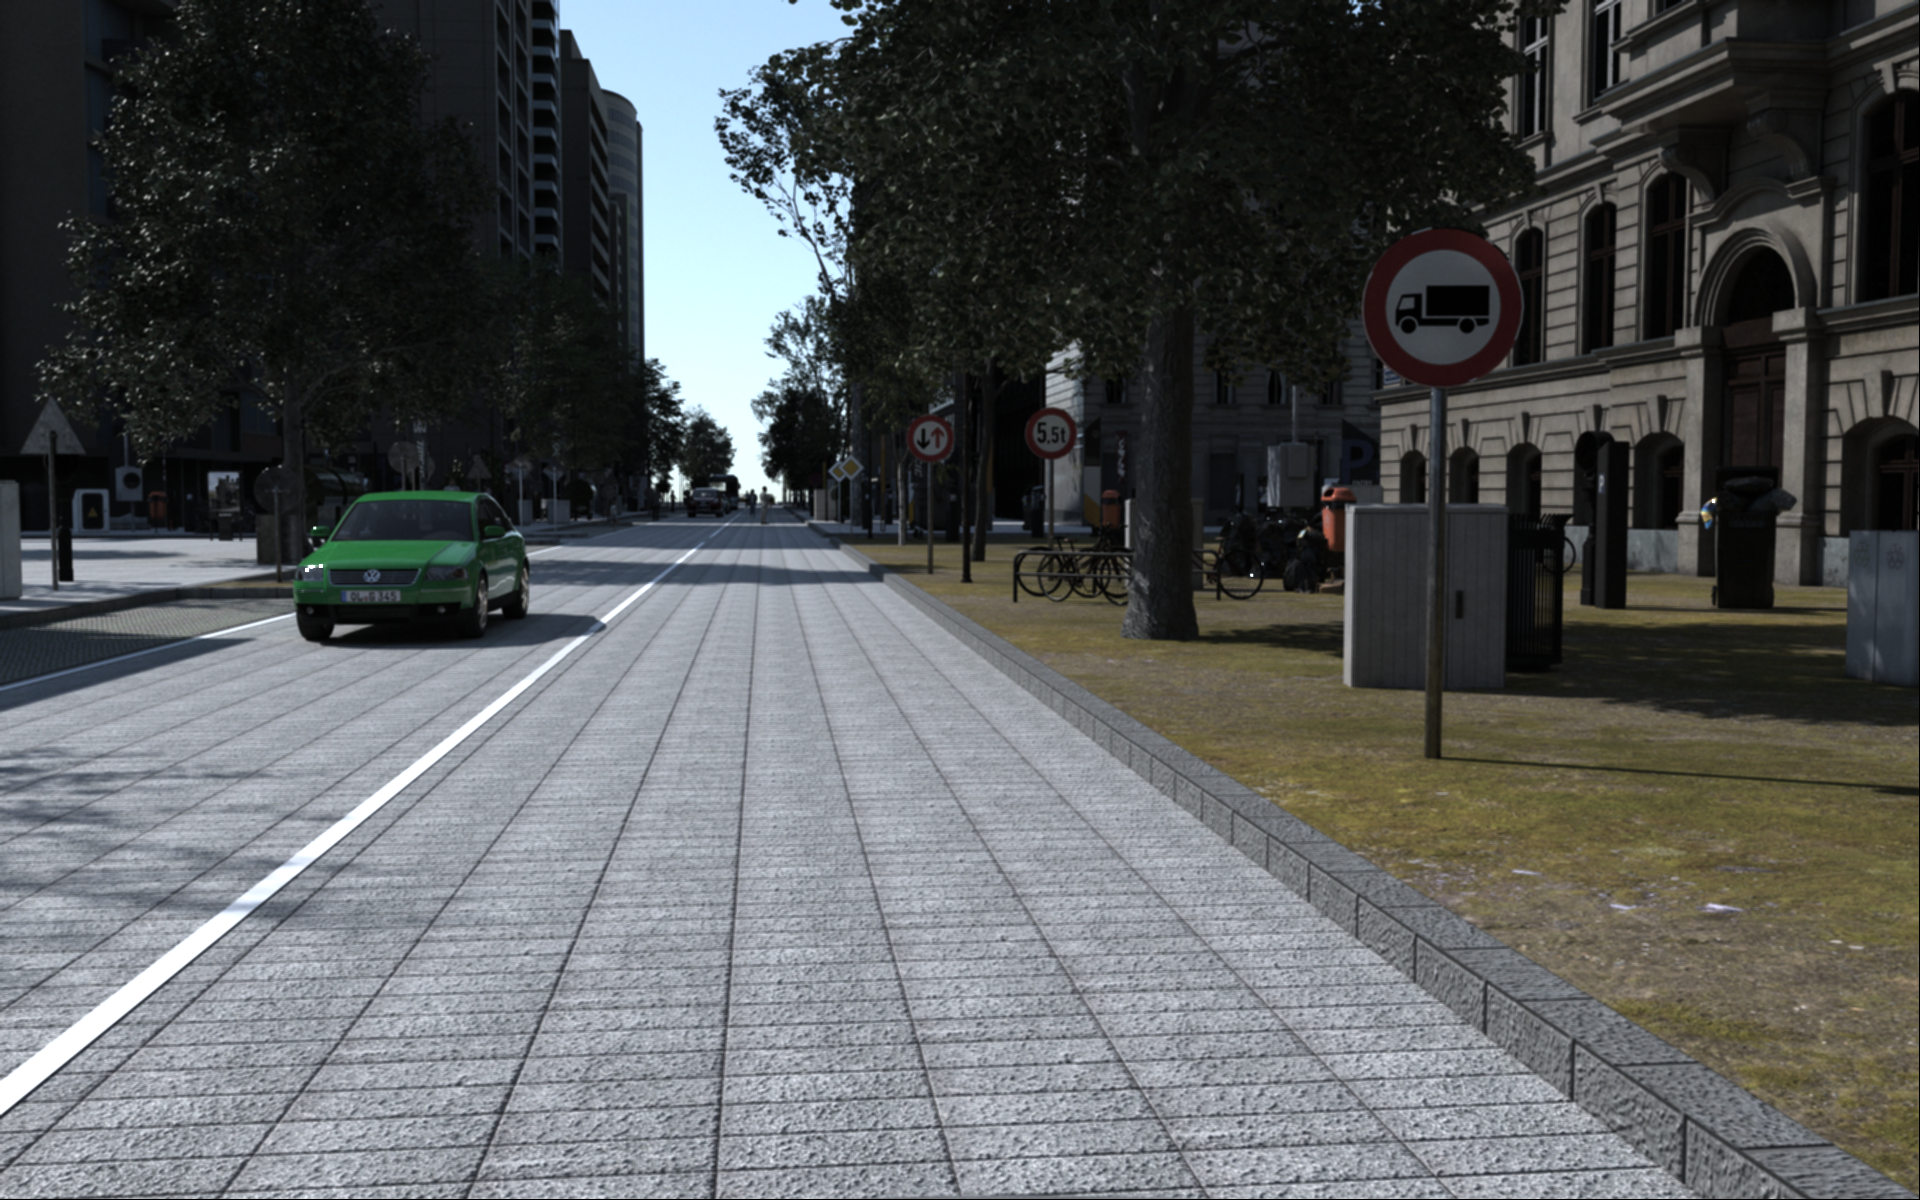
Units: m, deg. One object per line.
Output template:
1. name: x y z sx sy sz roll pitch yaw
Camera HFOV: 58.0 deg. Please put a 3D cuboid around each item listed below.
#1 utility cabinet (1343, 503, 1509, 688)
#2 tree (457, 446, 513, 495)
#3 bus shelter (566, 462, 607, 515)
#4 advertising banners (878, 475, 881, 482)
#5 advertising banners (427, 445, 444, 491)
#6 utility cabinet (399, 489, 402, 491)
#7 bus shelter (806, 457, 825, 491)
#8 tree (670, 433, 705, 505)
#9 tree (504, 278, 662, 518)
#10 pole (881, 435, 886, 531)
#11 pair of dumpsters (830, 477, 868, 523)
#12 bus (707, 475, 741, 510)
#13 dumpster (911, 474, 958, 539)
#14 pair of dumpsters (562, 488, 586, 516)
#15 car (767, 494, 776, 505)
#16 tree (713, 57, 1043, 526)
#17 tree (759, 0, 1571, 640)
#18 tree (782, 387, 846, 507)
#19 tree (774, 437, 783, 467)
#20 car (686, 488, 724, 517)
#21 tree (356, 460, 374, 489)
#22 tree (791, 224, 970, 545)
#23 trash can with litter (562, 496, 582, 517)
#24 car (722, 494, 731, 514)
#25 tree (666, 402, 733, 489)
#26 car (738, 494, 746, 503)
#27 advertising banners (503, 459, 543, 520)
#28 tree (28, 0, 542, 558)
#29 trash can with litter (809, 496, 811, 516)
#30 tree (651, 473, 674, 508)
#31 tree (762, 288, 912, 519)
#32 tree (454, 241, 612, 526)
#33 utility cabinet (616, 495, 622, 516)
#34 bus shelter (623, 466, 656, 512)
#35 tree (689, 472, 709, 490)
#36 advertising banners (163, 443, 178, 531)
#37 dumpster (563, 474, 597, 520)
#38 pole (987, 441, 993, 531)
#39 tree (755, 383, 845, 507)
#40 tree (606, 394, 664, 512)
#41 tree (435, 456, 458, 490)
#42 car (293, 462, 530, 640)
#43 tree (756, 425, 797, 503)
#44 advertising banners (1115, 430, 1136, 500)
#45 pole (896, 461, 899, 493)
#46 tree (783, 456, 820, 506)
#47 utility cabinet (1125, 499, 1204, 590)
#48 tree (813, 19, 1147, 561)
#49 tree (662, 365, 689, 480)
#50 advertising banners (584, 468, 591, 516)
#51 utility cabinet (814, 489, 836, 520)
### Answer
1. utility cabinet: 3.106 -0.025 11.567 1.020 1.237 0.306 0 4 0
2. tree: -16.891 -4.179 62.933 1.663 3.219 1.824 0 3 0
3. bus shelter: -23.503 -7.058 109.320 2.014 3.302 5.546 0 4 -6
4. advertising banners: -4.947 -7.852 124.562 2.074 3.025 0.090 0 4 2
5. advertising banners: -18.641 -4.002 61.617 0.090 3.025 2.074 -3 4 -37
6. utility cabinet: -21.954 -3.737 69.777 1.173 1.500 0.318 -1 4 -22
7. bus shelter: -9.206 -7.503 113.960 1.731 3.624 6.357 0 4 -6
8. tree: -32.207 -15.444 202.868 4.737 8.622 4.395 0 3 0
9. tree: -20.324 -10.588 91.245 7.486 12.596 7.792 0 3 0
10. pole: -2.638 -4.008 59.379 0.158 3.312 0.155 0 3 0
11. pair of dumpsters: -4.958 -4.607 77.821 1.574 2.255 4.437 0 4 -6
12. bus: -21.620 -10.012 158.554 2.948 3.499 13.247 0 4 -8
13. dumpster: -0.710 -2.707 50.019 1.264 1.857 1.865 0 4 -6
14. pair of dumpsters: -22.961 -6.203 103.920 1.574 2.255 4.437 0 4 -6
15. car: -25.572 -13.515 231.185 2.015 1.641 3.980 0 4 -5
16. tree: -2.806 -12.971 67.965 12.611 20.169 13.585 0 3 0
17. tree: 1.771 -6.640 15.223 9.857 13.997 8.962 0 3 0
18. tree: -9.773 -10.362 119.780 4.360 8.622 3.978 0 3 0
19. tree: -15.562 -13.227 166.622 4.360 8.622 3.978 0 3 0
20. car: -15.839 -6.068 107.884 2.281 1.827 5.304 0 4 -5
21. tree: -33.931 -6.325 98.021 1.663 3.219 1.824 0 3 0
22. tree: -1.480 -5.659 42.891 4.737 8.622 4.395 0 3 0
23. trash can with litter: -21.017 -5.022 93.489 1.055 1.170 0.624 -2 4 -32
24. car: -17.472 -6.875 124.201 2.131 1.459 4.920 0 4 -6
25. tree: -35.343 -19.585 230.579 12.009 13.543 11.850 0 3 0
26. car: -32.671 -15.210 258.908 2.015 1.641 3.980 0 4 -8
27. advertising banners: -21.942 -5.543 86.810 2.074 3.025 0.090 0 4 3
28. tree: -13.319 -7.192 34.601 9.611 12.733 9.660 0 3 0
29. trash can with litter: -8.257 -5.444 100.394 1.055 1.170 0.624 2 4 34
30. tree: -27.960 -10.240 162.030 1.663 3.219 1.824 0 3 0
31. tree: -6.199 -9.940 88.269 9.928 11.665 9.643 0 3 0
32. tree: -18.049 -8.839 70.274 9.928 11.665 9.643 0 3 0
33. utility cabinet: -20.425 -5.659 103.685 0.306 1.237 1.020 0 4 -7
34. bus shelter: -23.885 -8.283 129.356 2.014 3.302 5.546 0 4 -6
35. tree: -38.440 -16.606 255.227 4.285 4.588 4.351 0 3 0
36. advertising banners: -27.544 -3.924 60.344 0.090 3.025 2.074 -1 4 -12
37. dumpster: -18.767 -5.077 85.509 1.502 2.255 1.985 0 4 -6
38. pole: 1.019 -4.030 59.736 0.158 3.312 0.155 0 3 0
39. tree: -16.160 -15.860 176.324 9.611 12.733 9.660 0 3 0
40. tree: -23.033 -10.535 122.601 4.360 8.622 3.978 0 3 0
41. tree: -25.178 -5.630 86.650 1.663 3.219 1.824 0 3 0
42. car: -5.757 -0.595 18.524 1.959 1.807 4.718 0 4 -6
43. tree: -25.138 -21.133 255.889 12.009 13.543 11.850 0 3 0
44. advertising banners: 4.838 -3.104 46.932 0.090 3.025 2.074 -2 4 -32
45. pole: -3.440 -6.236 95.796 0.158 3.312 0.155 0 3 0
46. tree: -12.475 -9.893 145.459 4.285 4.588 4.351 0 3 0
47. utility cabinet: 2.754 -0.747 23.378 1.020 1.237 0.306 0 4 -7
48. tree: 0.664 -6.006 32.615 7.601 10.594 8.767 1 4 12
49. tree: -26.049 -13.800 143.757 7.486 12.596 7.792 0 3 0
50. advertising banners: -21.658 -6.392 100.696 0.090 3.025 2.074 0 4 -1
51. utility cabinet: -6.401 -4.558 83.204 1.173 1.500 0.318 -1 4 -20
